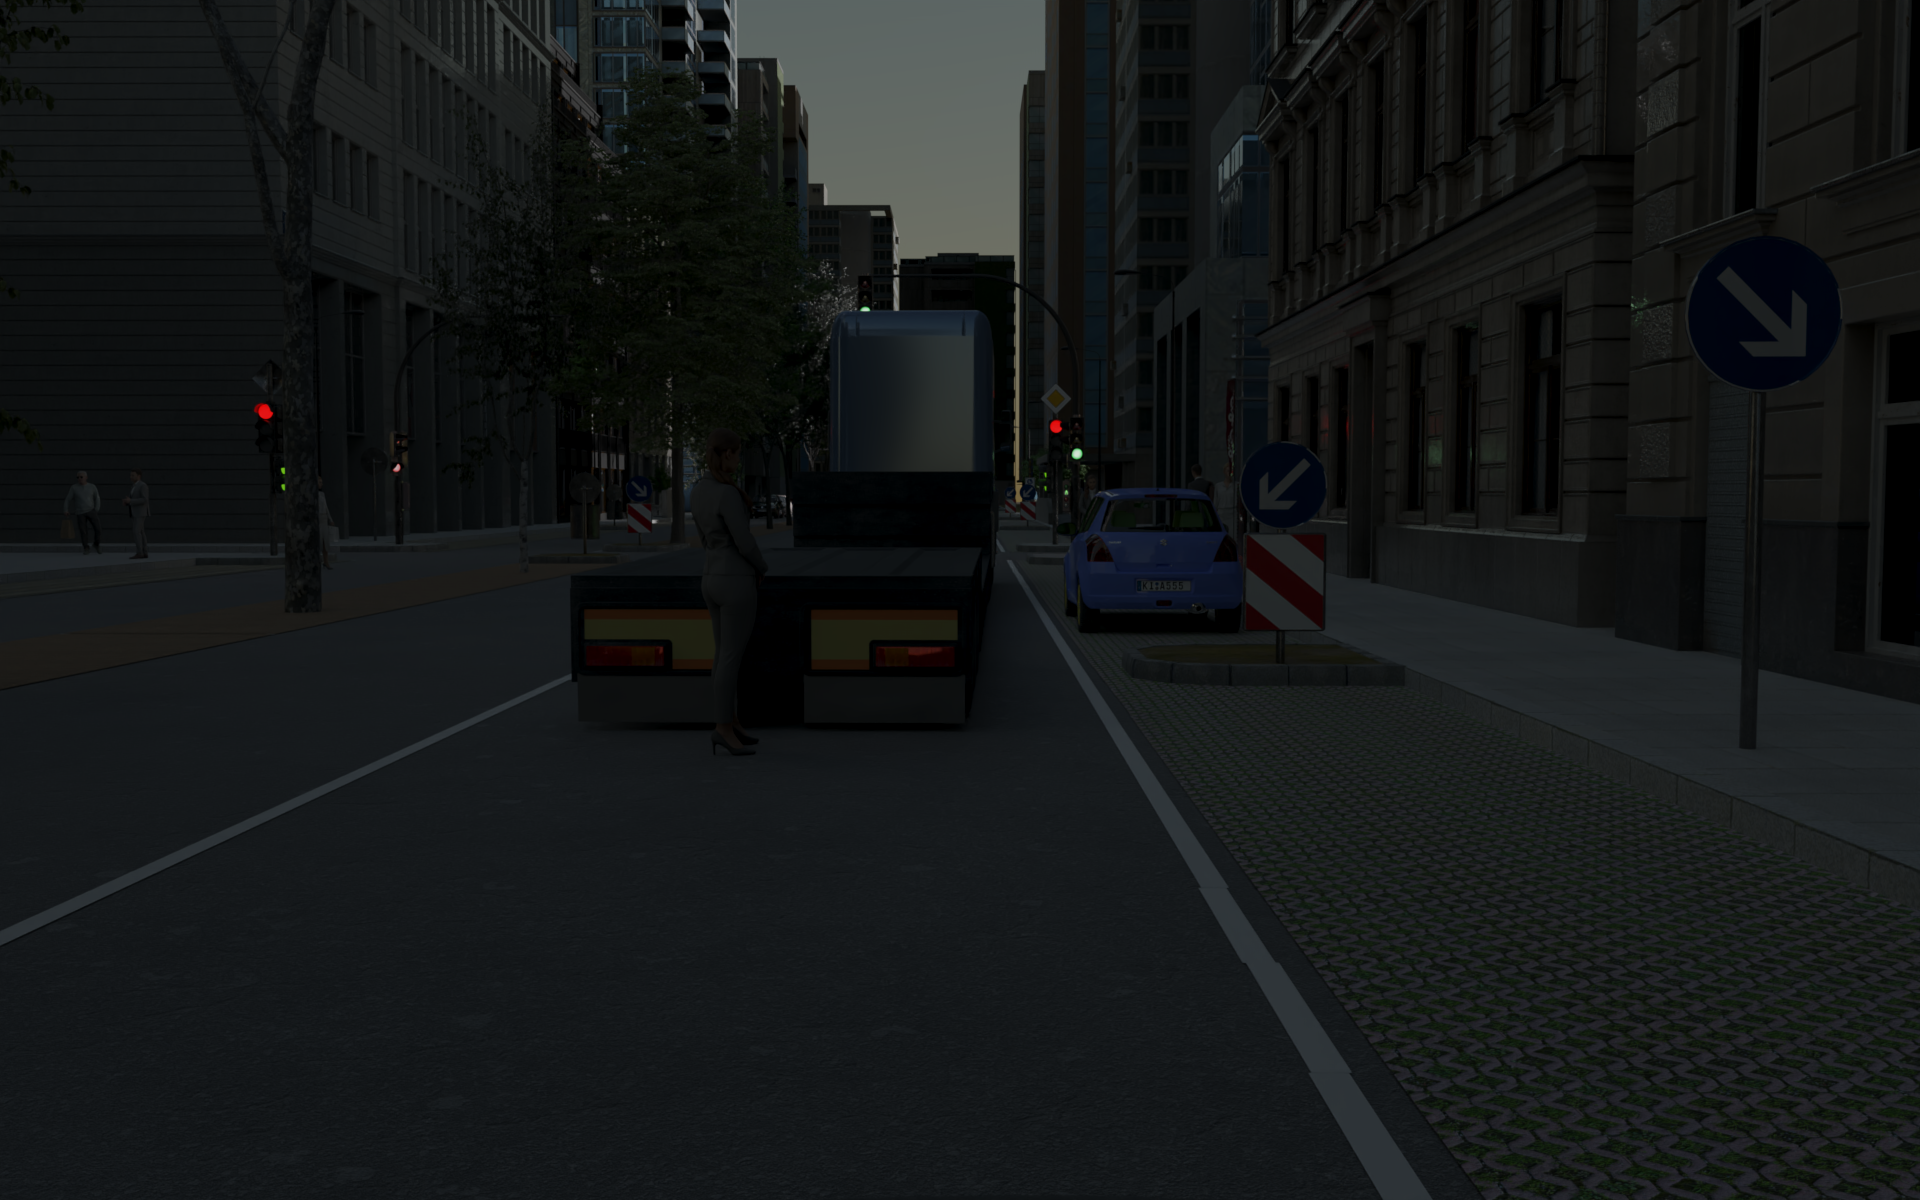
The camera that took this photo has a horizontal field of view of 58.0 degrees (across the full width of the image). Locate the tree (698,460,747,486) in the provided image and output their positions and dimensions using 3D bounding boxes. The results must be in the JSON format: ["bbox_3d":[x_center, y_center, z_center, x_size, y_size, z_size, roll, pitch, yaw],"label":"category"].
[{"bbox_3d":[-16.180,-8.205,117.872,4.285,4.588,4.351,0,3,0],"label":"tree"}]

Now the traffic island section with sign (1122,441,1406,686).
[{"bbox_3d":[2.327,-0.316,13.794,1.989,1.847,2.006,0,4,0],"label":"traffic island section with sign"}]

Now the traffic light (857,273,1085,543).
[{"bbox_3d":[0.282,-3.740,35.813,4.771,5.953,1.251,0,4,0],"label":"traffic light"}]

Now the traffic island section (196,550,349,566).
[{"bbox_3d":[-14.327,-0.847,36.132,2.009,0.180,2.903,0,4,0],"label":"traffic island section"}]

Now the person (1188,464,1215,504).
[{"bbox_3d":[4.450,-1.587,31.961,0.622,1.834,0.822,-2,4,-33],"label":"person"}]

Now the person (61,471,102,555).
[{"bbox_3d":[-18.579,-1.839,36.595,0.782,1.767,0.515,-2,4,-29],"label":"person"}]

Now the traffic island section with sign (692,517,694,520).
[{"bbox_3d":[-13.752,-5.355,96.175,1.989,1.847,2.006,0,4,0],"label":"traffic island section with sign"}]

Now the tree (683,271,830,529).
[{"bbox_3d":[-7.708,-8.170,70.449,8.767,10.594,7.601,0,4,0],"label":"tree"}]

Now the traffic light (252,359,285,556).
[{"bbox_3d":[-14.287,-2.879,35.997,0.839,4.253,0.868,0,4,0],"label":"traffic light"}]

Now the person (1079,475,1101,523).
[{"bbox_3d":[2.523,-1.451,32.504,0.520,1.790,0.573,-1,4,-12],"label":"person"}]

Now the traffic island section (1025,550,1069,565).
[{"bbox_3d":[2.414,-0.843,36.059,2.009,0.180,2.903,0,4,0],"label":"traffic island section"}]

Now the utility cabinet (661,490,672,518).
[{"bbox_3d":[-15.621,-5.115,92.316,0.318,1.500,1.173,0,4,6],"label":"utility cabinet"}]

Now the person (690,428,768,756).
[{"bbox_3d":[-1.213,-0.049,9.580,0.520,1.790,0.573,3,5,40],"label":"person"}]

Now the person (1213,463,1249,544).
[{"bbox_3d":[4.342,-1.307,27.764,0.694,1.780,0.624,2,4,35],"label":"person"}]

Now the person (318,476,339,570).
[{"bbox_3d":[-12.208,-1.471,32.906,0.694,1.780,0.624,-3,5,-45],"label":"person"}]

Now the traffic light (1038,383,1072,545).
[{"bbox_3d":[2.407,-3.365,43.930,0.839,4.253,0.868,0,4,0],"label":"traffic light"}]

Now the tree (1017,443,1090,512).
[{"bbox_3d":[5.862,-6.944,97.240,4.285,4.588,4.351,0,3,0],"label":"tree"}]

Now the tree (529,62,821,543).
[{"bbox_3d":[-7.616,-7.680,46.147,7.486,12.596,7.792,0,3,0],"label":"tree"}]

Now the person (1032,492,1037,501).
[{"bbox_3d":[4.987,-6.666,115.369,0.444,1.785,0.601,2,4,29],"label":"person"}]

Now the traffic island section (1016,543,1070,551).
[{"bbox_3d":[2.447,-1.331,44.044,2.009,0.180,2.903,0,4,0],"label":"traffic island section"}]

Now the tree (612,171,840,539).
[{"bbox_3d":[-7.627,-7.752,54.965,9.928,11.665,9.643,0,3,0],"label":"tree"}]

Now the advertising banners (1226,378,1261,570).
[{"bbox_3d":[4.175,-1.798,25.579,0.090,3.025,2.074,0,4,-4],"label":"advertising banners"}]

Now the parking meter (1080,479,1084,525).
[{"bbox_3d":[4.198,-3.403,61.343,0.255,1.863,0.399,3,5,42],"label":"parking meter"}]

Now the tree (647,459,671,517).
[{"bbox_3d":[-16.716,-6.225,96.372,1.663,3.219,1.824,0,3,0],"label":"tree"}]

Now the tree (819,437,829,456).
[{"bbox_3d":[-7.555,-9.485,107.904,4.737,8.622,4.395,0,3,0],"label":"tree"}]

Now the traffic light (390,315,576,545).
[{"bbox_3d":[-12.162,-4.241,44.009,4.771,5.953,1.251,0,4,0],"label":"traffic light"}]

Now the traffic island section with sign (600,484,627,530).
[{"bbox_3d":[-13.860,-3.706,69.220,1.989,1.847,2.006,0,4,0],"label":"traffic island section with sign"}]

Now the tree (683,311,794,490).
[{"bbox_3d":[-7.992,-6.695,62.289,4.360,8.622,3.978,0,3,0],"label":"tree"}]

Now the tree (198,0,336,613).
[{"bbox_3d":[-9.149,-9.960,21.187,12.611,20.169,13.585,0,3,0],"label":"tree"}]

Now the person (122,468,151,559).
[{"bbox_3d":[-16.400,-1.721,34.383,0.606,1.804,0.583,3,4,38],"label":"person"}]

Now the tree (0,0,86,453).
[{"bbox_3d":[-8.105,-3.625,12.084,4.737,8.622,4.395,0,3,0],"label":"tree"}]

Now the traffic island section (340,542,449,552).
[{"bbox_3d":[-14.295,-1.336,44.117,2.009,0.180,2.903,0,4,0],"label":"traffic island section"}]

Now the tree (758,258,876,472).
[{"bbox_3d":[-7.638,-10.793,89.289,12.009,13.543,11.850,0,3,0],"label":"tree"}]

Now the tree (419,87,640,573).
[{"bbox_3d":[-7.933,-4.808,31.437,4.360,8.622,3.978,0,3,0],"label":"tree"}]
